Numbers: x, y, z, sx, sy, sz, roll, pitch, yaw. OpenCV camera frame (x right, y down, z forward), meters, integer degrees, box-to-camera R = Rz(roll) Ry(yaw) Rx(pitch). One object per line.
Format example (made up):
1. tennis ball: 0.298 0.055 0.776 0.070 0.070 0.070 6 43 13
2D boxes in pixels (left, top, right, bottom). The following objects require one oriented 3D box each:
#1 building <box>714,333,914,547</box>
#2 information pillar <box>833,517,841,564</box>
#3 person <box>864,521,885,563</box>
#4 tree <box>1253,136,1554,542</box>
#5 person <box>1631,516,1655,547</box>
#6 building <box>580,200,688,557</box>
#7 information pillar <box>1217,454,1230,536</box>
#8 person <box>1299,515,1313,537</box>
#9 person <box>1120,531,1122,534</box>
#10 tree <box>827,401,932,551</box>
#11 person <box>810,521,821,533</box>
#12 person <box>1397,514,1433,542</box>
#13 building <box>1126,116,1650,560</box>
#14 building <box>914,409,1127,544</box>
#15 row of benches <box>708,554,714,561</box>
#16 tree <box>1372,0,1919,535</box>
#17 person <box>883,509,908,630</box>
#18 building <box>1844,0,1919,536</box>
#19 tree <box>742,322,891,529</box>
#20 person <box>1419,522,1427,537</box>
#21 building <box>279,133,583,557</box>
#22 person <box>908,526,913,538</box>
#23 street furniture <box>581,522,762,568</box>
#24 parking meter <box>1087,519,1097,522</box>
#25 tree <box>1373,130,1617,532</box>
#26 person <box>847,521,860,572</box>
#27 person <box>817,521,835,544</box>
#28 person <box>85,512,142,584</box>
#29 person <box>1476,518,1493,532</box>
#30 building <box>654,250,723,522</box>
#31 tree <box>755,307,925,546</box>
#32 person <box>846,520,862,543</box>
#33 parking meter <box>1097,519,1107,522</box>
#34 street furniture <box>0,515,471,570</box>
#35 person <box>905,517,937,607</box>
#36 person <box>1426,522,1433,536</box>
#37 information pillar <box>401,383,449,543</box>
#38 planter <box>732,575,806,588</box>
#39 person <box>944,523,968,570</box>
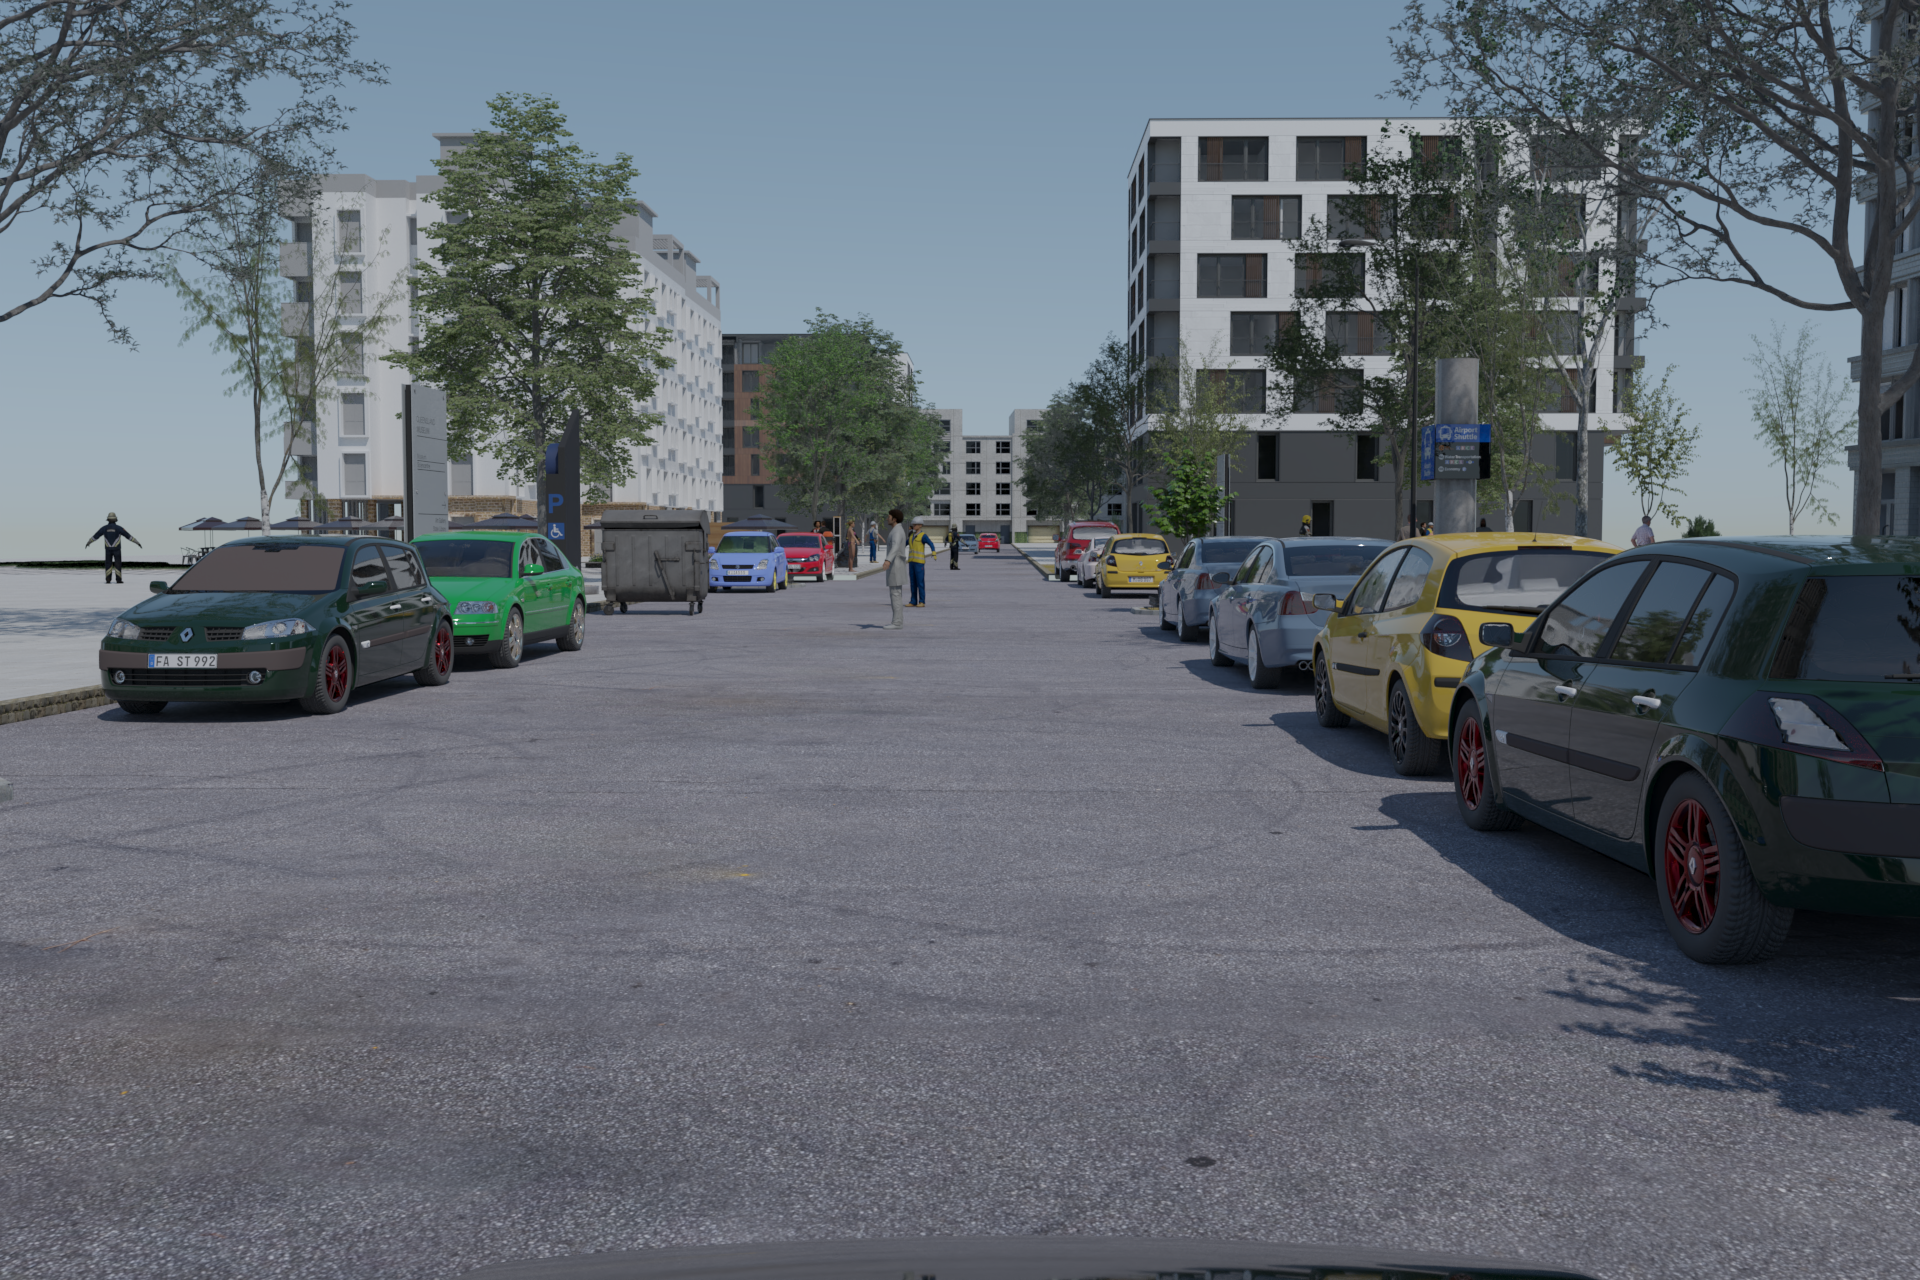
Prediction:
1. building: -19.886 -21.345 192.959 27.936 21.610 32.646 0 4 1
2. information pillar: -5.202 -4.215 73.404 0.304 2.012 0.304 0 4 0
3. person: -3.820 -4.327 76.598 0.705 1.847 1.347 -3 5 -44
4. tree: 10.339 -6.556 41.596 7.601 10.594 8.767 -2 4 -27
5. person: 15.896 -2.025 40.090 0.436 1.711 0.756 -1 4 -10
6. building: -22.910 -14.881 99.716 16.016 20.090 11.380 0 4 1
7. information pillar: 7.832 -3.686 51.577 0.184 3.620 1.656 0 4 1
8. person: 10.673 -2.905 53.261 0.704 1.858 1.351 0 4 -6
9. person: 7.876 -4.979 87.190 1.354 1.856 0.705 -2 4 -30
10. tree: -6.075 -12.487 129.910 9.928 11.665 9.643 0 3 0
11. person: -5.735 -3.901 69.925 1.345 1.843 0.704 -1 4 -15
12. person: 10.808 -2.108 41.041 0.750 1.759 0.617 -1 4 -17
13. building: 23.550 -15.751 101.506 27.936 21.610 32.646 0 4 1
14. building: 7.475 -23.379 251.167 31.486 18.905 16.747 0 4 -1
15. row of benches: -7.663 -2.378 54.344 1.422 0.672 4.104 -3 5 -44
16. tree: 9.719 -6.584 18.012 12.009 13.543 11.850 0 3 0
17. person: -0.999 -1.070 26.139 0.705 1.806 1.347 0 4 2
18. building: 26.245 -11.519 35.012 8.464 21.280 15.925 0 4 1
19. tree: -7.072 -9.731 84.861 9.928 11.665 9.643 0 3 0
20. person: 20.548 -4.316 76.760 0.705 1.806 1.347 2 4 32
21. building: -26.168 -13.869 83.179 16.016 20.090 11.380 0 4 1
22. person: -2.723 -5.294 93.278 0.721 1.740 1.216 0 4 2
23. street furniture: -11.793 -3.723 67.724 9.812 1.723 11.010 0 4 7
24. parking meter: 5.050 -3.685 65.966 0.399 1.863 0.255 0 4 2
25. tree: 10.210 -4.962 31.489 4.360 8.622 3.978 0 3 0
26. person: -3.621 -3.193 59.003 0.721 1.733 1.217 -1 4 -17
27. person: -5.406 -3.801 68.367 1.346 1.802 0.704 -3 5 -45
28. person: -21.864 -2.376 44.717 1.351 1.845 0.704 -1 4 -15
29. person: 16.841 -3.038 55.798 1.348 1.813 0.705 1 4 13
30. building: -22.993 -15.935 116.953 16.016 20.090 11.380 0 4 1
31. tree: -6.685 -11.732 98.477 9.857 13.997 8.962 0 3 0
32. person: -4.359 -3.933 70.236 0.705 1.837 1.347 1 4 21
33. parking meter: 5.380 -3.651 65.406 0.399 1.863 0.255 0 4 2
34. street furniture: -31.634 -3.723 65.908 27.439 1.986 14.083 3 4 38
35. person: -0.896 -1.531 33.961 1.216 1.772 0.721 3 5 42
36. person: 22.359 -4.664 82.220 0.705 1.833 1.349 3 4 38
37. information pillar: -8.591 -2.236 27.882 0.184 3.620 1.656 0 4 2
38. planter: -5.217 -1.577 46.925 1.991 0.319 1.994 0 4 1
39. person: -0.206 -3.714 68.967 0.705 1.856 1.354 -3 5 -43
